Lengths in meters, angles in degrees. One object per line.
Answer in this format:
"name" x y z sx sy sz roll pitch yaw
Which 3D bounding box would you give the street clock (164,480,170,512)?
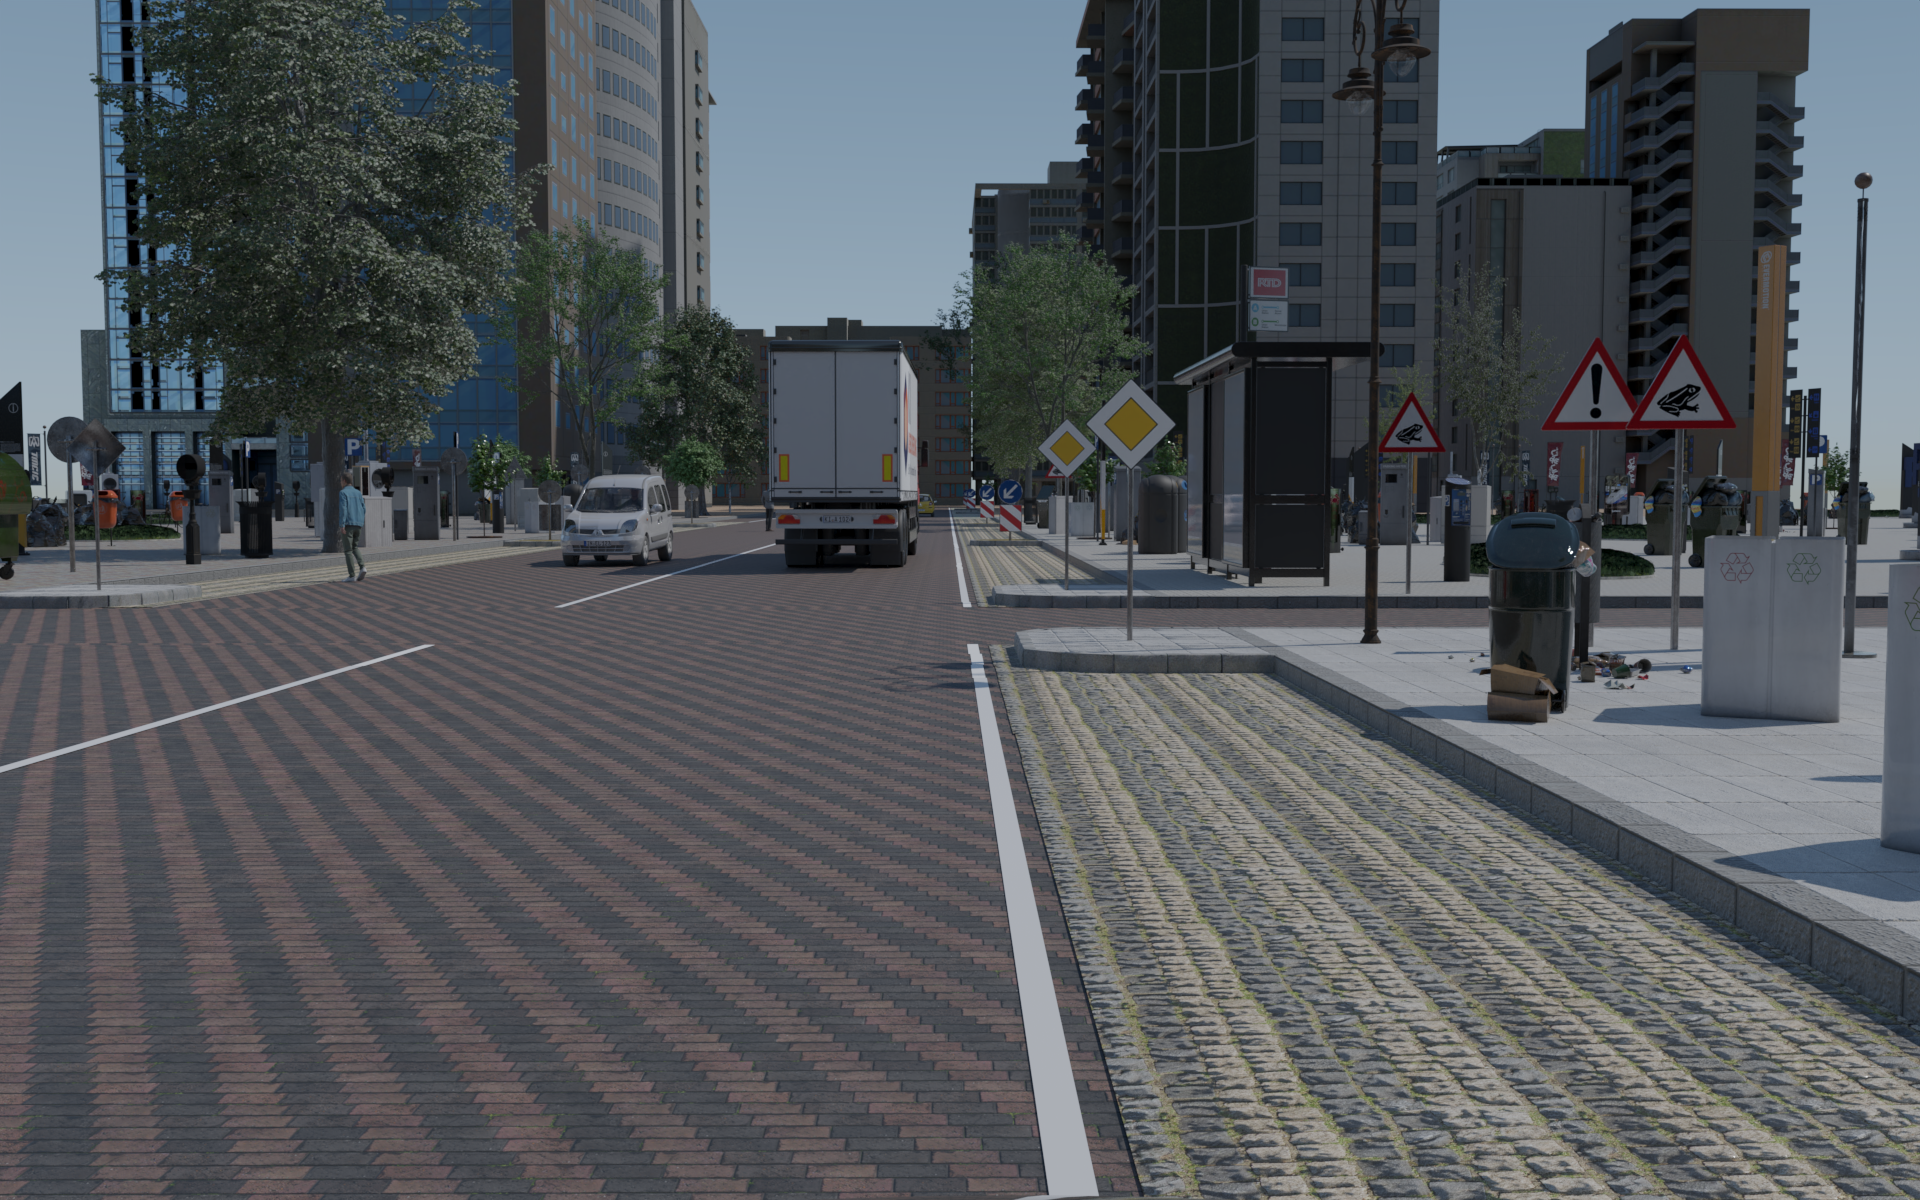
"street clock" -40.454 -5.126 88.377 0.358 2.002 0.471 -1 4 -14

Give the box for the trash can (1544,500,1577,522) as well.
"trash can" 14.369 -1.826 41.505 0.748 1.137 0.748 0 3 0

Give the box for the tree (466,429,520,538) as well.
"tree" -13.934 -3.415 50.437 1.663 3.219 1.824 0 3 0

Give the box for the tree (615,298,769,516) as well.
"tree" -15.275 -11.284 101.509 9.611 12.733 9.660 0 3 0

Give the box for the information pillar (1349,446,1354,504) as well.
"information pillar" 19.309 -5.753 85.419 0.183 3.616 0.504 0 4 -6

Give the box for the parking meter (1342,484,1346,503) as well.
"parking meter" 20.142 -5.167 90.188 0.399 1.863 0.255 -1 4 -14

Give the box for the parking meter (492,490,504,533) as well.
"parking meter" -15.098 -2.948 56.608 0.372 1.533 0.369 0 3 0

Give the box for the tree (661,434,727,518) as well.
"tree" -14.140 -6.654 92.514 4.285 4.588 4.351 0 3 0

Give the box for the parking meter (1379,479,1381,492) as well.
"parking meter" 14.833 -3.353 60.538 0.255 1.863 0.399 -1 4 -15

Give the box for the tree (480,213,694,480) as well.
"tree" -14.181 -8.561 65.721 9.928 11.665 9.643 0 3 0

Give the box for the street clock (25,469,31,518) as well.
"street clock" -27.337 -2.812 50.548 0.358 2.002 0.471 0 3 0

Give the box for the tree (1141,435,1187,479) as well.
"tree" 6.493 -3.716 55.362 1.663 3.219 1.824 0 3 0

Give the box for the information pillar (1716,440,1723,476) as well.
"information pillar" 32.678 -5.090 74.579 0.183 3.616 0.504 3 5 40

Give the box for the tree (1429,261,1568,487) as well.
"tree" 16.556 -6.371 54.528 4.360 8.622 3.978 0 3 0

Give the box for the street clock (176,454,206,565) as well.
"street clock" -13.965 -1.647 31.499 0.471 2.002 0.358 1 4 17

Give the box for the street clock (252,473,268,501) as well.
"street clock" -27.384 -3.862 67.707 0.471 2.002 0.358 -2 4 -29

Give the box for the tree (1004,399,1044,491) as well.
"tree" 4.186 -10.458 121.358 4.360 8.622 3.978 0 3 0

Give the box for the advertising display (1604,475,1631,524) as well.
"advertising display" 21.997 -3.227 57.977 0.123 1.923 0.974 -2 4 -28

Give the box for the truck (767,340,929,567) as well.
"truck" -2.215 -2.951 37.171 2.839 4.237 11.283 0 4 1

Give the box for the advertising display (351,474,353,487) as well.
"advertising display" -17.399 -2.789 50.820 0.974 1.923 0.123 1 4 19

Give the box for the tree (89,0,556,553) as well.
"tree" -13.612 -8.000 37.454 9.857 13.997 8.962 0 3 0

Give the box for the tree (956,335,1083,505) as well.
"tree" 3.352 -9.719 93.313 7.601 10.594 8.767 0 4 -2

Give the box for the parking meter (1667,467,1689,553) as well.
"parking meter" 15.527 -1.944 37.491 0.255 1.863 0.399 -2 4 -30

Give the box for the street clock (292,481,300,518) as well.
"street clock" -36.235 -5.506 94.600 0.358 2.002 0.471 0 4 4

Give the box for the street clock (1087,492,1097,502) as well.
"street clock" 4.299 -3.167 56.350 0.358 2.002 0.471 -3 4 -37

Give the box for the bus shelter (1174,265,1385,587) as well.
"bus shelter" 4.761 -3.088 28.129 2.179 5.291 8.768 0 4 -1

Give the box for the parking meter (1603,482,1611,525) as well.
"parking meter" 26.435 -3.971 70.635 0.255 1.863 0.399 0 4 4

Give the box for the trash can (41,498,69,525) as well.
"trash can" -26.228 -2.369 50.385 0.748 1.137 0.748 0 3 0

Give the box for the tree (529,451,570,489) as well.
"tree" -18.297 -5.037 76.961 1.663 3.219 1.824 0 3 0

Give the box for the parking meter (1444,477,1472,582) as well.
"parking meter" 7.303 -1.040 25.421 0.372 1.533 0.369 0 3 0

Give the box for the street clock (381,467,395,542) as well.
"street clock" -15.322 -2.559 46.411 0.358 2.002 0.471 0 4 -2

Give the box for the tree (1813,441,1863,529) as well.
"tree" 32.187 -4.211 63.445 1.663 3.219 1.824 0 3 0

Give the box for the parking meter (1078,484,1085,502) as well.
"parking meter" 5.438 -4.383 77.369 0.255 1.863 0.399 0 4 -3

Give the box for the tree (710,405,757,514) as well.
"tree" -15.108 -9.978 113.508 4.737 8.622 4.395 0 3 0

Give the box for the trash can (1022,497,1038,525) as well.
"trash can" 2.971 -3.726 72.568 0.748 1.137 0.748 0 3 0

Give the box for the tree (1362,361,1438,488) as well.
"tree" 24.549 -8.910 96.048 4.737 8.622 4.395 0 3 0

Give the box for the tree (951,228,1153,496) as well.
"tree" 3.809 -8.782 69.343 9.928 11.665 9.643 0 3 0

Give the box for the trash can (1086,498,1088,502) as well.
"trash can" 5.077 -3.268 65.078 0.748 1.137 0.748 0 3 0

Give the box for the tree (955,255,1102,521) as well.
"tree" 3.480 -10.035 82.194 7.486 12.596 7.792 0 3 0

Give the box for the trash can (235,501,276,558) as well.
"trash can" -14.088 -1.408 34.668 0.748 1.137 0.748 0 3 0

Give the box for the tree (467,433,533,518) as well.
"tree" -24.760 -6.688 93.059 4.285 4.588 4.351 0 3 0

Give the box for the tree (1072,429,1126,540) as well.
"tree" 3.725 -3.338 49.176 1.663 3.219 1.824 0 3 0

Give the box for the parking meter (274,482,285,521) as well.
"parking meter" -32.053 -4.641 81.599 0.399 1.863 0.255 0 4 2

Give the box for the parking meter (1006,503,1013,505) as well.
"parking meter" 2.503 -4.877 88.154 0.372 1.533 0.369 0 3 0

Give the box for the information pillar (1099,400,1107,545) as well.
"information pillar" 3.580 -3.182 43.378 0.183 3.616 0.504 0 4 0

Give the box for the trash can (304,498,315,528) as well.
"trash can" -24.203 -3.256 64.893 0.748 1.137 0.748 0 3 0
